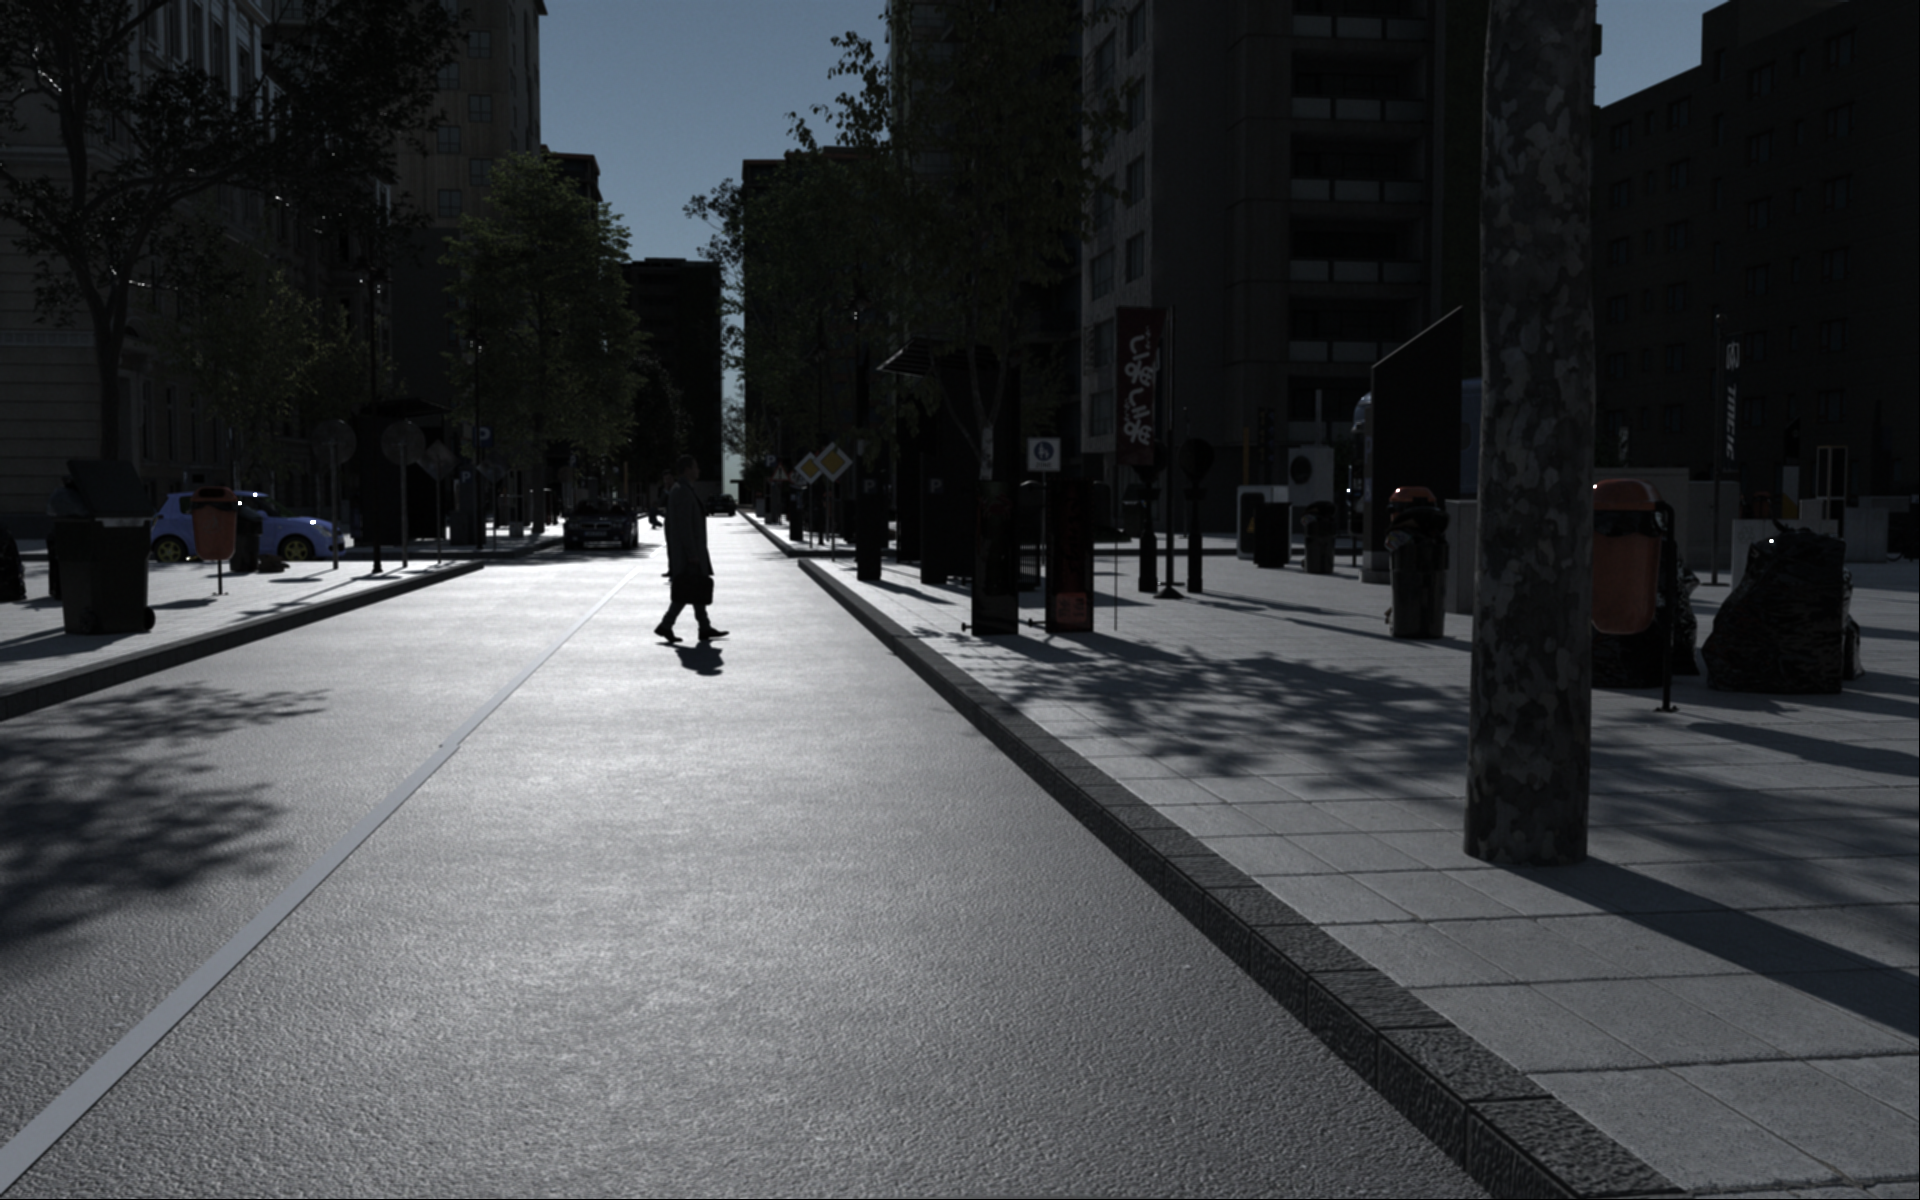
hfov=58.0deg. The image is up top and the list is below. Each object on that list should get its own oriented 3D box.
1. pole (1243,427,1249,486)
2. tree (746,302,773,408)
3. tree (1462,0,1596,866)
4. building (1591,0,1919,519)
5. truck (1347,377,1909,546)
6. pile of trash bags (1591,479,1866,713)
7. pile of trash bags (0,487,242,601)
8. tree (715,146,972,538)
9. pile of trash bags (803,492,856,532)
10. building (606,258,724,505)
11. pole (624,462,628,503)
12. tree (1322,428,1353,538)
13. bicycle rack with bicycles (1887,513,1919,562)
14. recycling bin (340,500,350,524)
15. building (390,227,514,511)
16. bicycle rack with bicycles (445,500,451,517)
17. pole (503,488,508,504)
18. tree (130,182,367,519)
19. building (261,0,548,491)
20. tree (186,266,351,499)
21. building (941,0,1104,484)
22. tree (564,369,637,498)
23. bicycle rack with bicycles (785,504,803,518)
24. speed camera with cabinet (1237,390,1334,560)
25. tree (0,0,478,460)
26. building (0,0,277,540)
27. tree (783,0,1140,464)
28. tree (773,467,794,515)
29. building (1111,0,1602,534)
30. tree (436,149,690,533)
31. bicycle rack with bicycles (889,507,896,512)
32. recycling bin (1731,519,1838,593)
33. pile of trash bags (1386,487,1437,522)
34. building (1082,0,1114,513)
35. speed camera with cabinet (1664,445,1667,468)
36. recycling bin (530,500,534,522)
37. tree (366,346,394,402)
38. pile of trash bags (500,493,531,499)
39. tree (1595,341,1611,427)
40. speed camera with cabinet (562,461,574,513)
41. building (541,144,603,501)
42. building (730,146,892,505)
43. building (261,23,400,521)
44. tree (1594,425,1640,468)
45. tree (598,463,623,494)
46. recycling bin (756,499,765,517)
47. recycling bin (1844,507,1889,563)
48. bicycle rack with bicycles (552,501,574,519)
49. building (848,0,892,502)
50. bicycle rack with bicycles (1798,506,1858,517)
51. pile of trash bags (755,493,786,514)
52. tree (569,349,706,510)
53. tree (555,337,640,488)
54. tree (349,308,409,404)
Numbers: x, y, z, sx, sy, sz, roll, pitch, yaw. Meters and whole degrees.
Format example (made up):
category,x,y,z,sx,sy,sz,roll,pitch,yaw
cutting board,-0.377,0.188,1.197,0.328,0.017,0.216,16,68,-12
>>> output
category,x,y,z,sx,sy,sz,roll,pitch,yaw
pole,8.736,-3.613,52.922,0.158,3.312,0.155,0,3,0
tree,-5.741,-6.863,62.573,4.737,8.622,4.395,0,3,0
tree,2.673,-9.235,6.885,12.611,20.169,13.585,0,3,0
building,44.257,-13.806,70.774,28.899,21.520,27.650,0,4,-8
truck,17.703,-3.106,40.535,18.799,4.110,2.967,-1,4,-9
pile of trash bags,4.828,-0.107,11.495,1.912,1.369,3.447,3,4,36
pile of trash bags,-10.749,-0.719,21.504,3.447,1.369,1.912,-1,4,-14
tree,-3.339,-7.668,51.129,9.928,11.665,9.643,0,3,0
pile of trash bags,-4.460,-3.043,59.503,1.912,1.369,3.447,0,4,-7
building,-36.536,-27.113,214.992,14.107,30.474,14.160,0,4,-8
pole,-20.990,-7.030,108.782,0.158,3.312,0.155,0,3,0
tree,10.963,-3.423,50.571,1.663,3.219,1.824,0,3,0
bicycle rack with bicycles,18.961,-1.136,31.961,2.852,0.926,2.925,0,4,-7
recycling bin,-26.253,-3.800,74.684,0.722,1.027,0.722,0,4,-6
building,-48.117,-17.129,125.104,27.650,21.520,28.899,0,4,-8
bicycle rack with bicycles,-28.162,-5.037,95.733,2.925,0.926,2.852,1,4,22
pole,-19.470,-4.912,74.148,0.158,3.312,0.155,0,3,0
tree,-16.965,-5.507,40.400,4.737,8.622,4.395,0,3,0
building,-53.373,-34.951,160.681,27.495,52.752,28.713,0,4,-8
tree,-22.019,-6.377,54.626,4.360,8.622,3.978,0,3,0
building,10.665,-26.864,93.850,22.147,44.769,28.867,0,4,-8
tree,-19.765,-8.925,96.280,4.737,8.622,4.395,0,3,0
bicycle rack with bicycles,-8.327,-4.849,92.655,2.852,0.926,2.925,2,4,30
speed camera with cabinet,6.235,-2.384,33.313,0.660,3.252,2.038,-2,4,-35
tree,-8.721,-5.119,18.115,8.767,10.594,7.601,1,4,18
building,-31.807,-16.576,56.918,13.634,28.700,20.117,0,4,-8
tree,0.199,-4.200,19.040,4.737,8.622,4.395,0,3,0
tree,-11.336,-6.939,108.050,1.663,3.219,1.824,0,3,0
building,12.435,-23.032,60.167,14.086,41.232,14.154,0,4,-8
tree,-13.774,-8.535,57.668,7.486,12.596,7.792,0,3,0
bicycle rack with bicycles,-2.419,-4.714,90.461,2.925,0.926,2.852,1,4,19
recycling bin,8.201,-0.287,17.241,0.722,1.027,0.722,-2,4,-33
pile of trash bags,7.065,-0.751,22.038,3.447,1.369,1.912,-1,4,-12
building,2.639,-27.219,128.622,14.154,41.232,14.086,0,4,-8
speed camera with cabinet,28.209,-4.676,70.784,0.660,3.252,2.038,-1,4,-12
recycling bin,-19.511,-4.140,80.236,0.722,1.027,0.722,1,4,22
tree,-22.605,-6.794,61.438,4.737,8.622,4.395,0,3,0
pile of trash bags,-26.764,-5.736,103.540,1.912,1.369,3.447,-3,4,-38
tree,22.700,-7.116,66.714,4.360,8.622,3.978,0,3,0
speed camera with cabinet,-23.350,-6.652,103.091,0.660,3.252,2.038,-1,4,-10
building,-59.152,-34.231,214.307,28.867,44.769,22.147,0,4,-8
building,-14.925,-34.641,220.997,28.867,44.769,22.147,0,4,-8
building,-36.042,-16.216,84.224,14.460,24.649,34.723,0,4,-8
tree,17.872,-3.304,48.614,1.663,3.219,1.824,0,3,0
tree,-21.669,-6.819,106.091,1.663,3.219,1.824,0,3,0
recycling bin,-10.786,-5.082,95.649,0.722,1.027,0.722,-3,5,-42
recycling bin,16.929,-1.218,32.472,0.722,1.027,0.722,1,4,17
bicycle rack with bicycles,-20.833,-4.672,89.766,2.852,0.926,2.925,-3,4,-37
building,1.503,-52.117,164.783,22.319,86.520,31.000,0,4,-8
bicycle rack with bicycles,26.846,-2.463,53.657,2.852,0.926,2.925,1,4,10
pile of trash bags,-12.341,-6.216,111.380,1.912,1.369,3.447,1,4,16
tree,-25.496,-13.449,136.903,9.611,12.733,9.660,0,3,0
tree,-17.506,-8.052,82.018,4.360,8.622,3.978,0,3,0
tree,-23.100,-7.104,66.520,4.360,8.622,3.978,0,3,0
